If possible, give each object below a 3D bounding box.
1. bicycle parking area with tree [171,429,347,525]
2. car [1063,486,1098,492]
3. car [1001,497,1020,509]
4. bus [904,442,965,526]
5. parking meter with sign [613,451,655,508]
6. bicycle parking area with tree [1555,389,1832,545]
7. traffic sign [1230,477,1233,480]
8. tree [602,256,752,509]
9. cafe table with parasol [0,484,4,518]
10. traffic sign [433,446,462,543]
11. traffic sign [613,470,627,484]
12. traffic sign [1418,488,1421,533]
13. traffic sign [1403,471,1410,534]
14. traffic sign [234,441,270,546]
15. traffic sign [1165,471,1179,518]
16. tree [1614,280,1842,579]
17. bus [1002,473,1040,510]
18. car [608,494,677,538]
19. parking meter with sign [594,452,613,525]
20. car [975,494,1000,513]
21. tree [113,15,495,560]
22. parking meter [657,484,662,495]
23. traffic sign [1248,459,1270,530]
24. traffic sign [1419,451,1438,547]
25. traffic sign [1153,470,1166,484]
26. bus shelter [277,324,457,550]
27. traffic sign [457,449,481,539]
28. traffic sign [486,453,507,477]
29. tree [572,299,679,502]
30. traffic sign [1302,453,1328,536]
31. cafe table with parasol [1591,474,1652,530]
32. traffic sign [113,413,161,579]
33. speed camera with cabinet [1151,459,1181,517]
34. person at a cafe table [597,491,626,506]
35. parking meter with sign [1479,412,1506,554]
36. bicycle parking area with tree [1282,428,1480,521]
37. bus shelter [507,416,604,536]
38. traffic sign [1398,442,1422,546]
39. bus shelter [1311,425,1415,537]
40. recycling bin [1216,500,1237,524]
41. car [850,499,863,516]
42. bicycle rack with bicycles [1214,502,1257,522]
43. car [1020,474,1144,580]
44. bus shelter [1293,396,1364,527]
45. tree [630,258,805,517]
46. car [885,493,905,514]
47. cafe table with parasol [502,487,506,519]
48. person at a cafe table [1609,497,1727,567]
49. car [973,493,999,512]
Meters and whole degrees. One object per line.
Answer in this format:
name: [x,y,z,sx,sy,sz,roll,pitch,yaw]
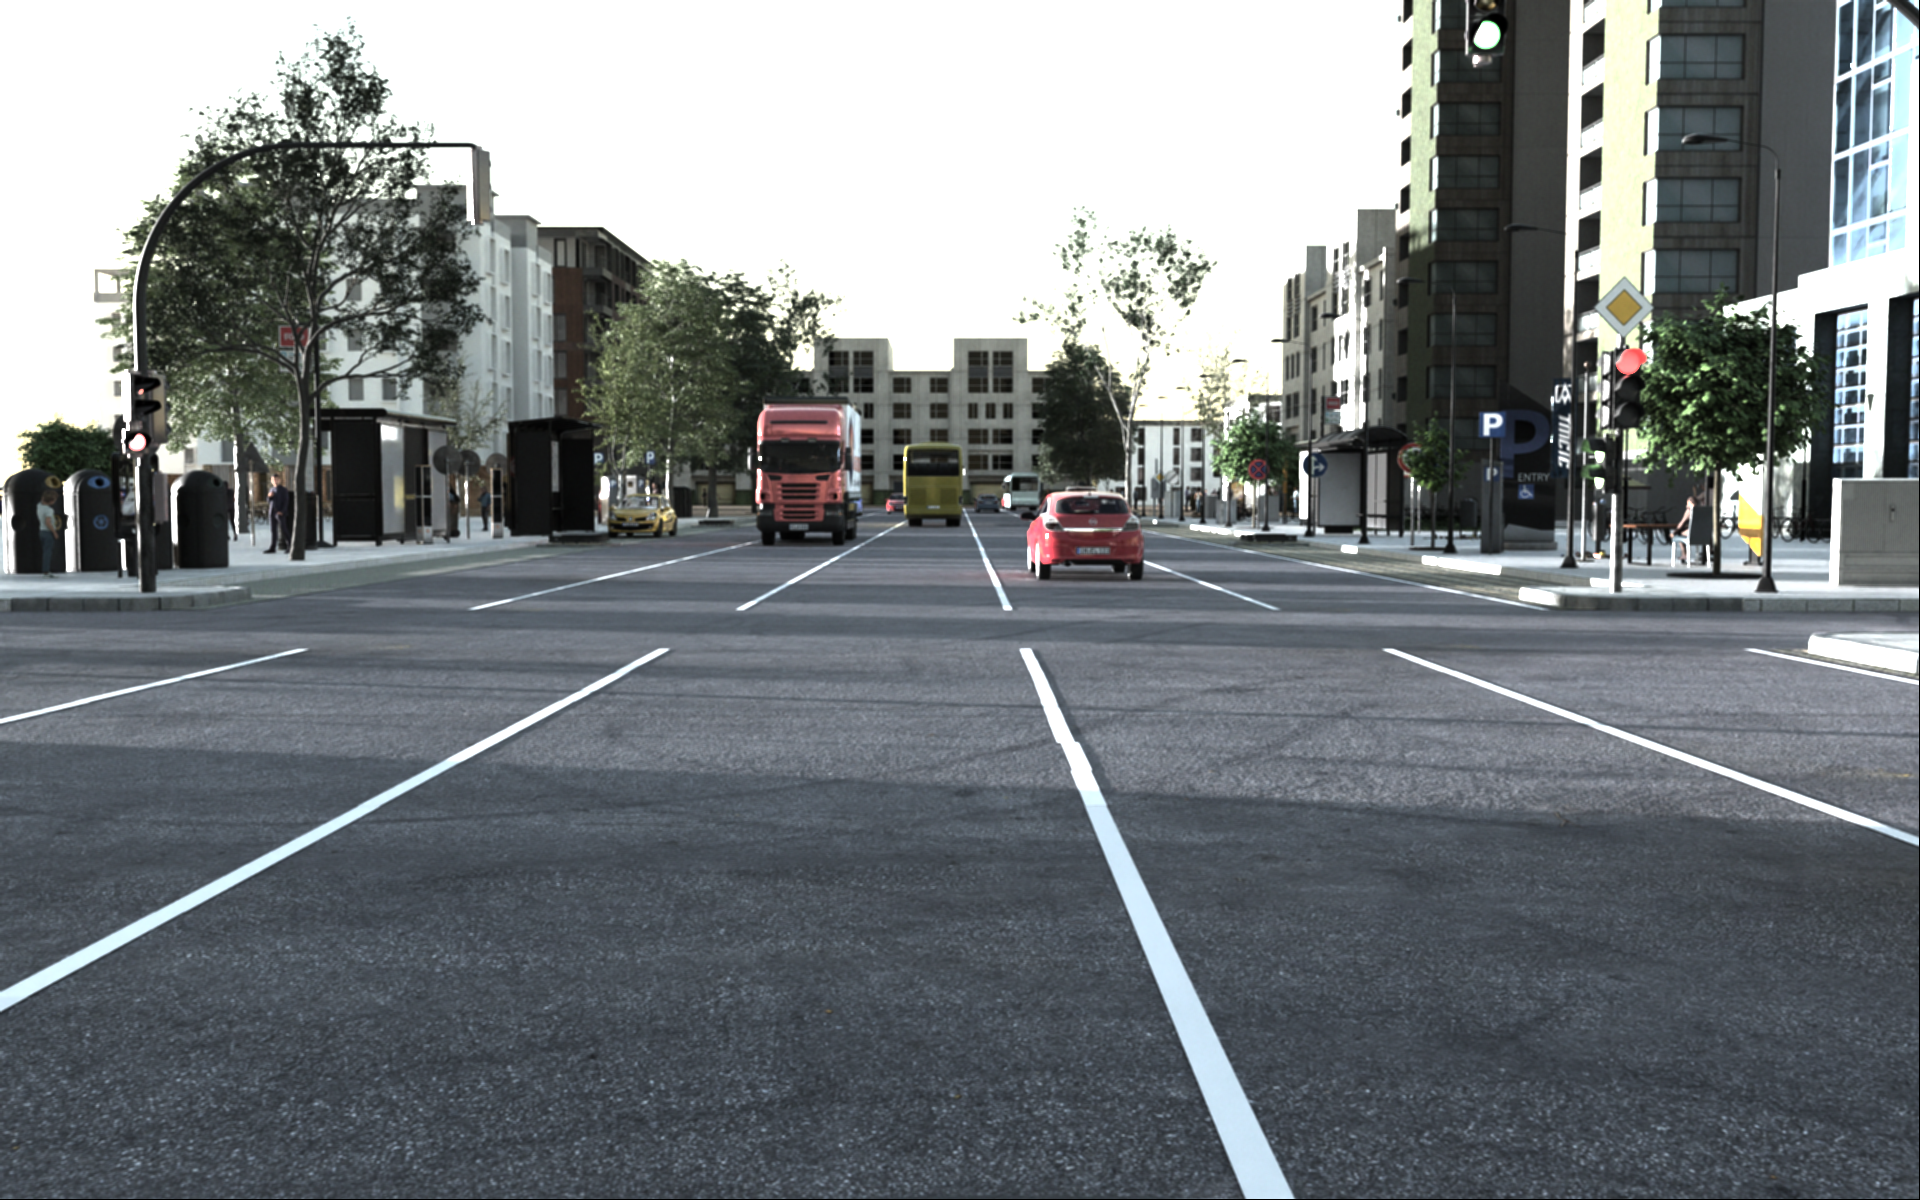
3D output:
bicycle parking area with tree: [-29.549,-5.517,77.197,8.231,4.147,9.016,-3,5,-42]
car: [5.629,-4.465,81.676,2.281,1.827,5.304,0,4,0]
car: [5.060,-9.880,170.572,2.155,1.783,4.494,0,4,2]
bus: [-1.169,-5.438,80.458,2.896,3.916,12.252,0,4,0]
parking meter with sign: [-13.147,-4.521,70.186,1.738,3.016,0.543,3,4,36]
bicycle parking area with tree: [20.620,-3.676,47.111,8.231,4.147,9.016,0,4,6]
traffic sign: [14.240,-5.524,90.047,0.795,2.593,0.064,1,4,8]
tree: [-13.618,-10.096,83.201,7.486,12.596,7.792,0,3,0]
cafe table with parasol: [-44.485,-4.697,81.661,2.610,1.966,2.610,1,4,14]
traffic sign: [-13.443,-2.772,45.431,0.768,2.556,0.104,0,4,0]
traffic sign: [-14.685,-4.449,74.865,0.606,2.300,0.079,0,3,0]
traffic sign: [15.077,-3.468,56.804,0.768,2.556,0.104,0,4,4]
traffic sign: [14.180,-3.386,55.360,0.884,2.594,0.081,0,4,7]
traffic sign: [-17.411,-2.606,42.604,0.884,2.594,0.081,0,4,1]
traffic sign: [11.531,-5.752,94.159,0.768,2.556,0.104,0,4,1]
tree: [11.773,-2.639,26.864,4.285,4.588,4.351,0,3,0]
bus: [5.454,-9.783,154.818,2.948,3.499,13.247,0,4,-1]
car: [-10.563,-2.901,57.660,2.015,1.641,3.980,0,4,1]
parking meter with sign: [-14.619,-4.636,72.065,0.543,3.016,1.738,-3,5,-43]
car: [2.141,-7.458,133.945,2.014,1.417,4.499,0,4,-1]
tree: [-12.538,-6.052,33.359,7.601,10.594,8.767,-1,4,-9]
parking meter: [-15.528,-5.099,89.079,0.399,1.863,0.255,-1,4,-9]
traffic sign: [10.767,-3.815,62.489,0.768,2.556,0.104,1,4,8]
traffic sign: [11.256,-2.509,41.123,0.768,2.556,0.104,1,4,8]
traffic sign: [10.936,-5.792,94.437,0.795,2.593,0.064,0,4,6]
bus shelter: [-15.048,-4.045,43.767,2.179,5.291,8.768,0,3,0]
traffic sign: [-14.074,-3.020,49.488,0.768,2.556,0.104,0,4,2]
traffic sign: [-14.386,-3.286,53.836,0.768,2.556,0.104,1,4,9]
tree: [-12.879,-7.069,65.933,4.737,8.622,4.395,0,3,0]
traffic sign: [10.895,-3.249,53.235,0.768,2.556,0.104,0,4,6]
cafe table with parasol: [22.508,-3.307,58.928,2.610,1.966,2.610,-1,4,-11]
traffic sign: [-12.336,-1.582,25.978,0.768,2.556,0.104,0,4,4]
speed camera with cabinet: [11.548,-6.250,96.515,0.660,3.252,2.038,-3,4,-37]
person at a cafe table: [-18.161,-5.114,92.129,1.698,1.524,1.622,1,4,12]
parking meter with sign: [11.562,-2.524,37.522,0.543,3.016,1.738,1,4,20]
bicycle parking area with tree: [18.941,-5.588,78.372,9.016,4.147,8.231,1,4,16]
bus shelter: [-12.863,-3.925,55.455,1.731,3.624,6.357,0,3,0]
traffic sign: [11.184,-2.608,42.748,0.768,2.556,0.104,1,4,9]
bus shelter: [12.405,-3.666,53.857,2.014,3.302,5.546,0,3,0]
recycling bin: [11.535,-3.823,75.060,0.722,1.027,0.722,-1,4,-12]
car: [-7.372,-6.406,114.323,1.945,1.707,3.694,0,4,0]
bicycle rack with bicycles: [13.418,-4.200,82.053,2.925,0.926,2.852,-1,4,-14]
car: [2.159,-1.312,30.485,2.155,1.783,4.494,0,4,-1]
bus shelter: [14.619,-5.576,68.796,2.179,5.291,8.768,0,3,0]
tree: [-13.507,-11.514,94.905,9.857,13.997,8.962,0,3,0]
car: [-4.336,-7.060,124.467,2.155,1.783,4.494,0,4,-1]
cafe table with parasol: [-20.514,-4.644,80.794,2.610,1.966,2.610,2,4,31]
person at a cafe table: [12.867,-1.236,31.063,1.698,1.238,1.726,0,4,-6]
car: [2.110,-8.006,139.932,2.155,1.783,4.494,0,4,1]
